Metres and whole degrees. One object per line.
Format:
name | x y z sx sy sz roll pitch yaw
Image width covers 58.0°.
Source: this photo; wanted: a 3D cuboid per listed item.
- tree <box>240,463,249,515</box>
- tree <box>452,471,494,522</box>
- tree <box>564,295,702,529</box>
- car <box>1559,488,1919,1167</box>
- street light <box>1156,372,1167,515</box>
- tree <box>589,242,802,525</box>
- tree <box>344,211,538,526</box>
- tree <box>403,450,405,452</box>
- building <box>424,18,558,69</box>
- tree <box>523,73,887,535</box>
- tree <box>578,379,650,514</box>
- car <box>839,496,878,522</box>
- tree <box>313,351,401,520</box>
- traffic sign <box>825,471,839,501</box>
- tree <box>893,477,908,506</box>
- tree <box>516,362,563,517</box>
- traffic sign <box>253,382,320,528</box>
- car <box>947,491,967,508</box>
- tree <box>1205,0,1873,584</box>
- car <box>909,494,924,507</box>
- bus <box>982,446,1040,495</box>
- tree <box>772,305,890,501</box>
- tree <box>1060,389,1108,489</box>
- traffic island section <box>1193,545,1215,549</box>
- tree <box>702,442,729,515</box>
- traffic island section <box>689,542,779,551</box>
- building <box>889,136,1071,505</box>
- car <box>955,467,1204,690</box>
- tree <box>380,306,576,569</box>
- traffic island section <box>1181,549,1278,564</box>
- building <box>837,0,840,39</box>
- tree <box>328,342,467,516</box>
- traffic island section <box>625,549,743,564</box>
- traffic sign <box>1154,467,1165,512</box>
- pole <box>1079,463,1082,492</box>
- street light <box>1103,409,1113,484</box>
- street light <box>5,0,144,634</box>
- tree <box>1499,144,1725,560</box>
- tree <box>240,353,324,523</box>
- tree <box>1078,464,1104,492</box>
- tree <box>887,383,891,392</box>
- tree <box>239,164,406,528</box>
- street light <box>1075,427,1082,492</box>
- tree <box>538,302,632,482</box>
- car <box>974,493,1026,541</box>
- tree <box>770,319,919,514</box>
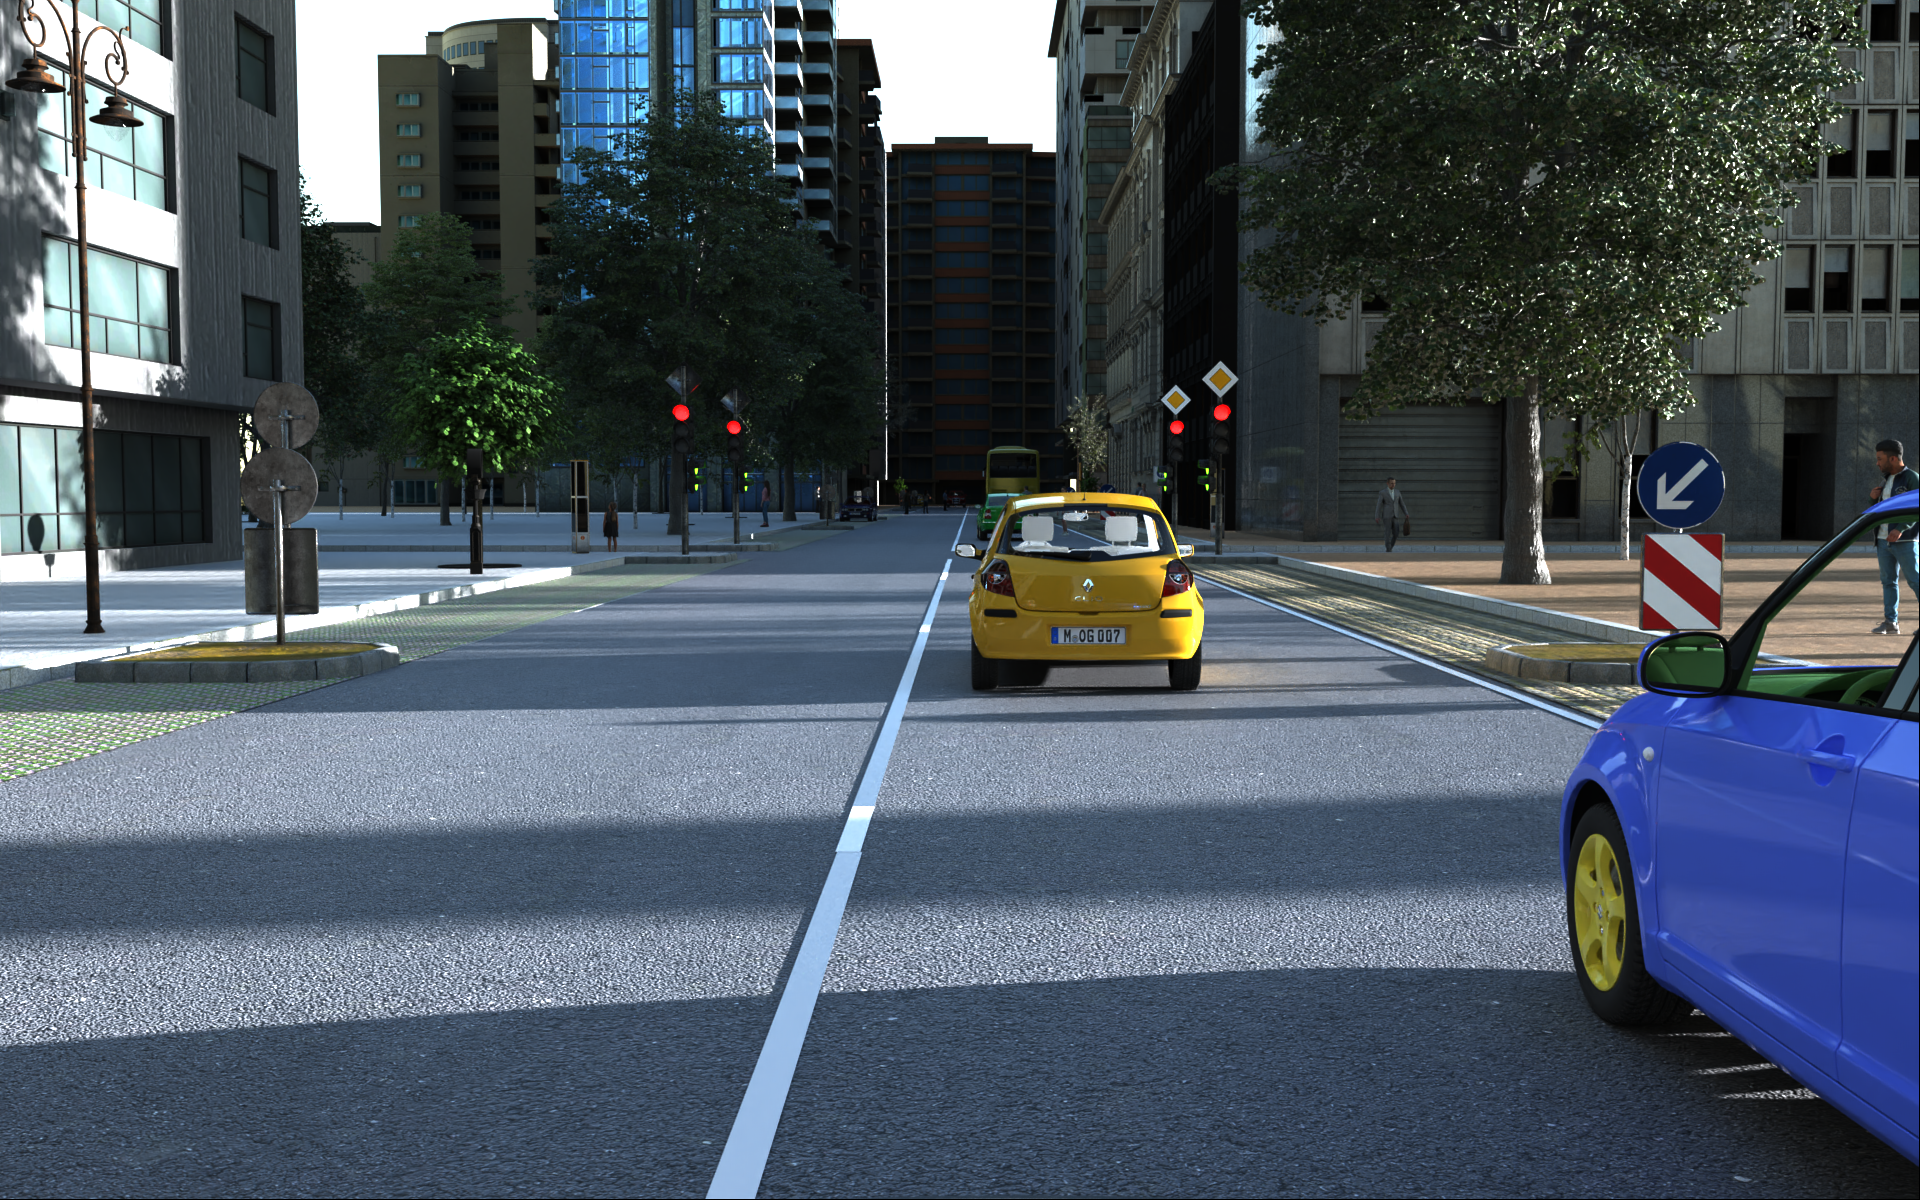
tree | -47.953 -12.206 101.388 13.155 14.587 18.604 -1 4 -19
tree | -23.725 -8.354 86.955 4.737 8.622 4.395 0 3 0
tree | -11.969 -6.937 63.778 4.360 8.622 3.978 0 3 0
car | 2.517 0.368 3.568 1.945 1.707 3.694 0 4 2
street light | 7.698 -5.673 65.543 0.468 5.910 1.993 0 4 0
tree | -11.651 -8.884 71.005 9.928 11.665 9.643 0 3 0
tree | -21.405 -9.303 70.230 7.486 12.596 7.792 0 3 0
tree | -31.093 -8.784 93.979 4.360 8.622 3.978 0 3 0
building | -50.050 -41.083 213.711 28.212 58.520 21.231 0 4 0
tree | -8.912 -9.043 54.507 9.857 13.997 8.962 0 3 0
tree | -16.395 -8.077 82.427 4.737 8.622 4.395 0 3 0
car | -5.303 -4.775 90.643 1.945 1.354 3.894 0 4 2
tree | -31.127 -8.313 86.274 4.360 8.622 3.978 0 3 0
traffic sign | -7.079 -5.840 95.588 0.768 2.556 0.104 0 4 4
tree | -6.594 -12.128 192.892 1.663 3.219 1.824 0 3 0
tree | -23.626 -8.892 95.738 4.360 8.622 3.978 0 3 0
traffic sign | -7.654 -1.197 19.684 0.768 2.556 0.104 0 4 3
car | -0.393 -10.859 186.209 2.281 1.827 5.304 0 4 1
tree | 8.078 -7.201 24.394 9.857 13.997 8.962 0 3 0
car | -4.622 -10.600 183.541 2.015 1.641 3.980 0 4 -1
bus | 2.582 -5.902 88.039 2.896 3.916 12.252 0 4 1
tree | -7.606 -11.311 103.055 7.486 12.596 7.792 0 3 0
tree | 9.136 -10.526 122.455 4.360 8.622 3.978 0 3 0
traffic island section | 5.553 -1.368 44.642 2.009 0.180 2.903 0 4 0
tree | -15.522 -9.400 104.048 4.360 8.622 3.978 0 3 0
traffic island section | -5.788 -1.373 44.732 2.009 0.180 2.903 0 4 0
building | -0.495 -34.274 215.012 28.867 44.769 22.147 0 4 0
car | 0.951 -0.237 14.102 2.015 1.641 3.980 0 4 1
tree | -8.532 -2.852 30.342 4.285 4.588 4.351 0 3 0
traffic island section | 5.493 -0.879 36.657 2.009 0.180 2.903 0 4 0
building | -25.641 -47.387 213.027 20.611 71.187 20.563 0 4 0
tree | -33.383 -10.187 100.962 7.601 10.594 8.767 0 4 8
traffic island section | -5.848 -0.885 36.747 2.009 0.180 2.903 0 4 0
traffic sign | 7.424 -3.773 63.814 0.606 2.300 0.079 1 4 9
pole | 7.855 -7.280 112.879 0.158 3.312 0.155 0 3 0
street light | 7.910 -7.328 92.608 0.468 5.910 1.993 0 4 0
street light | -8.006 -2.633 15.836 0.468 5.910 1.993 0 4 0
tree | 12.864 -5.094 33.646 4.737 8.622 4.395 0 3 0
tree | -32.155 -9.316 78.077 9.928 11.665 9.643 0 3 0
tree | 8.023 -7.020 109.384 1.663 3.219 1.824 0 3 0
tree | -8.193 -10.707 81.711 9.857 13.997 8.962 0 3 0
tree | -23.491 -8.645 58.359 9.611 12.733 9.660 0 3 0
street light | 8.094 -8.961 119.306 0.468 5.910 1.993 0 4 0
tree | -23.345 -11.308 103.006 7.486 12.596 7.792 0 3 0
car | 1.451 -2.809 54.722 1.959 1.807 4.718 0 4 -1
tree | -7.927 -12.482 114.457 12.009 13.543 11.850 0 3 0
